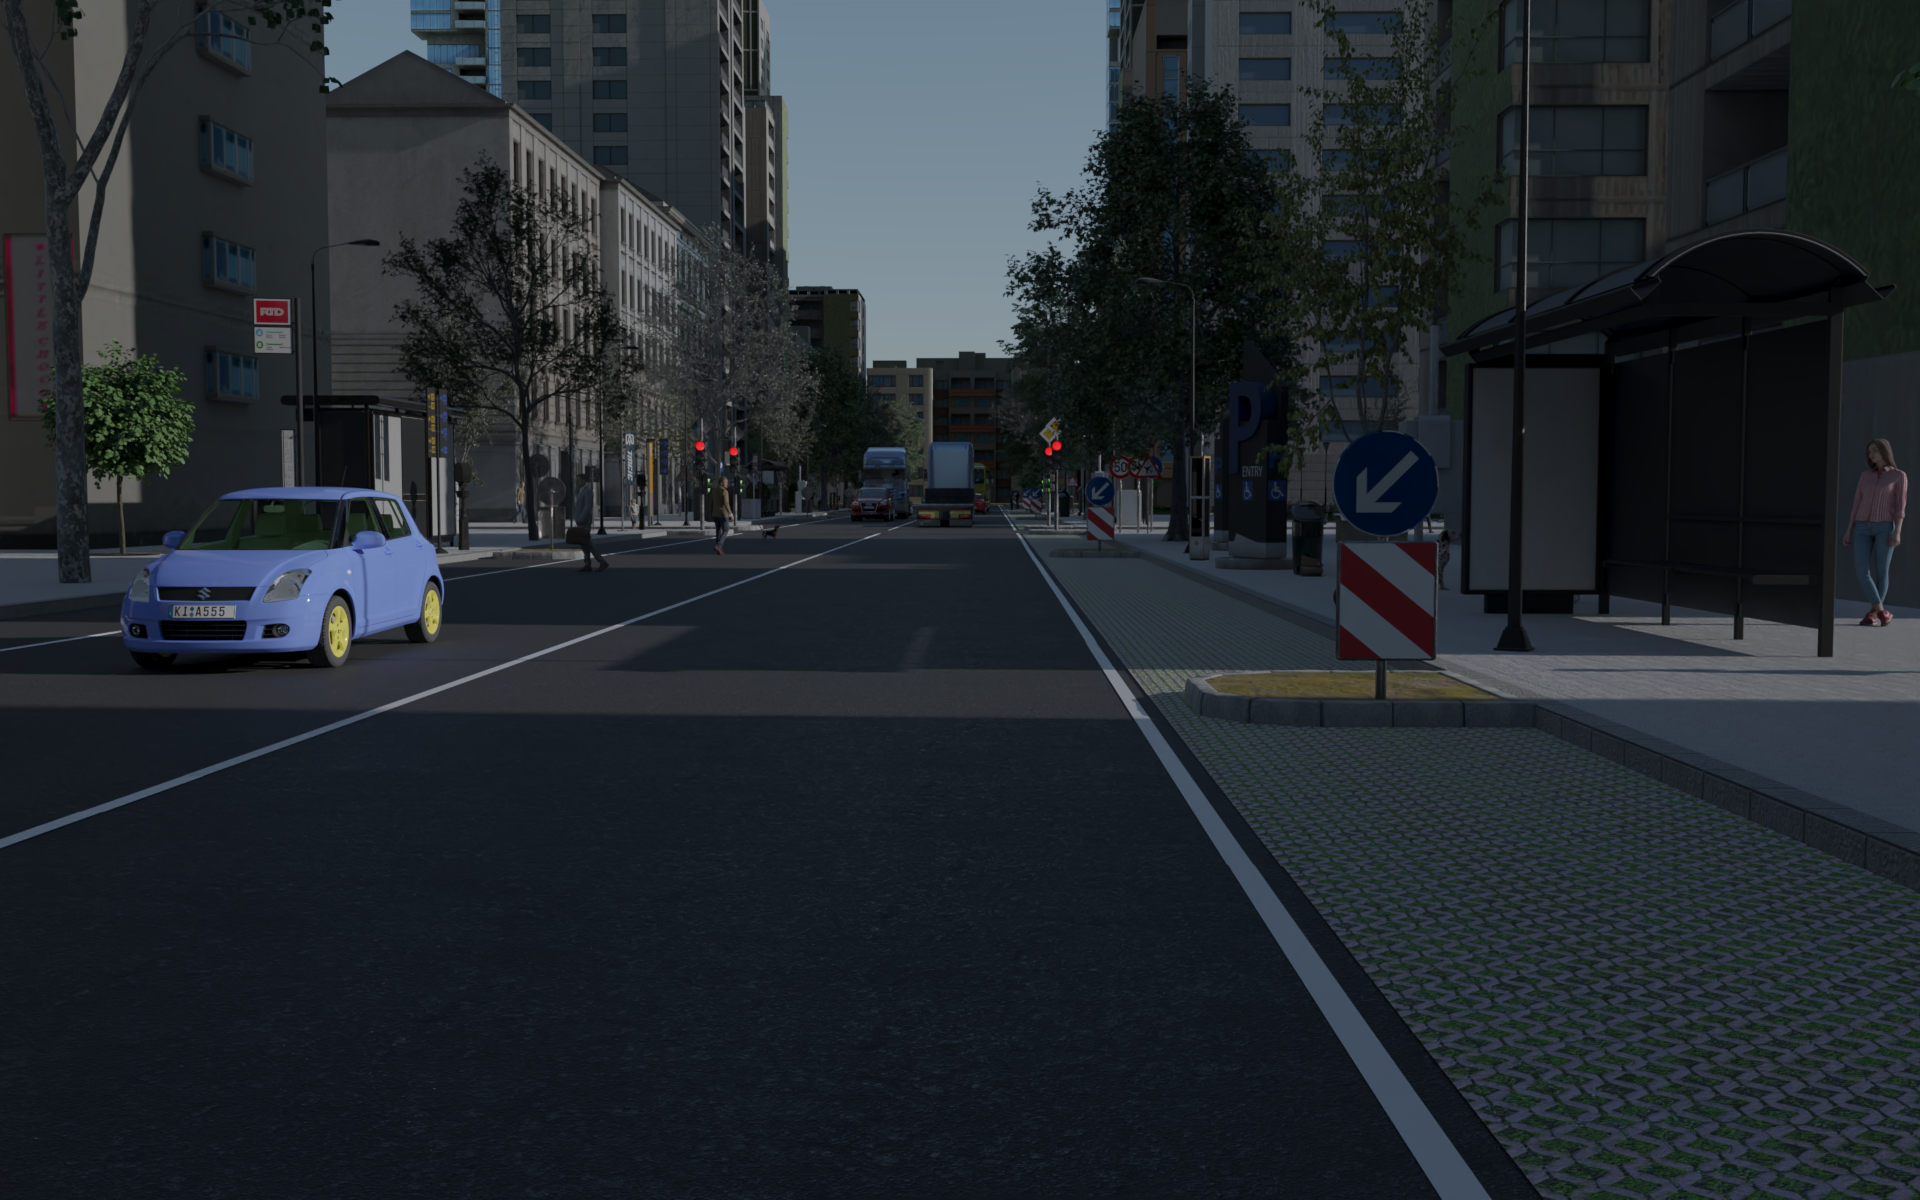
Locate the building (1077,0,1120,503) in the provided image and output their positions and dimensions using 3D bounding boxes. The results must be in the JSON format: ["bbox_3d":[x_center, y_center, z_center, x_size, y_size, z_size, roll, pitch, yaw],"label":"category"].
[{"bbox_3d":[32.246,-57.004,244.683,31.000,86.520,22.319,0,4,1],"label":"building"}]

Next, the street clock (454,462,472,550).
[{"bbox_3d":[-11.352,-2.141,39.575,0.358,2.002,0.471,-3,5,-41],"label":"street clock"}]

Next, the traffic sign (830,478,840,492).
[{"bbox_3d":[-9.940,-8.415,137.683,0.768,2.556,0.104,1,4,10],"label":"traffic sign"}]

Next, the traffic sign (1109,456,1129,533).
[{"bbox_3d":[5.285,-3.486,57.101,0.768,2.556,0.104,0,4,2],"label":"traffic sign"}]

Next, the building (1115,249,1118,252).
[{"bbox_3d":[23.143,-26.512,205.179,14.160,30.474,14.107,0,4,1],"label":"building"}]

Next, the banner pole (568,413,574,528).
[{"bbox_3d":[-11.881,-3.853,53.013,0.401,3.779,0.863,-1,4,-21],"label":"banner pole"}]

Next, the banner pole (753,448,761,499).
[{"bbox_3d":[-11.066,-6.391,94.513,0.401,3.779,0.863,-3,5,-44],"label":"banner pole"}]

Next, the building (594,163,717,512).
[{"bbox_3d":[-24.169,-18.039,123.814,11.050,23.489,19.941,0,4,1],"label":"building"}]

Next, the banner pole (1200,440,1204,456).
[{"bbox_3d":[8.422,-4.300,60.329,0.401,3.779,0.863,1,4,15],"label":"banner pole"}]

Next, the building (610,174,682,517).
[{"bbox_3d":[-23.167,-15.607,104.325,9.793,20.994,18.267,0,4,1],"label":"building"}]

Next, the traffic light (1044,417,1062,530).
[{"bbox_3d":[3.397,-4.430,61.351,0.839,4.253,0.868,0,4,1],"label":"traffic light"}]

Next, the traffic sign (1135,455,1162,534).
[{"bbox_3d":[6.095,-3.432,56.118,0.884,2.594,0.081,0,4,3],"label":"traffic sign"}]

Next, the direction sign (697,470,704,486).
[{"bbox_3d":[-13.140,-5.846,87.579,0.379,3.537,0.876,-2,4,-30],"label":"direction sign"}]

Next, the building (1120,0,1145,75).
[{"bbox_3d":[25.846,-45.740,186.104,20.563,71.187,20.611,0,4,1],"label":"building"}]

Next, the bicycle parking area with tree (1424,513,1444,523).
[{"bbox_3d":[24.643,-5.614,78.786,9.016,4.147,8.231,1,4,15],"label":"bicycle parking area with tree"}]

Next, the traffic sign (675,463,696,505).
[{"bbox_3d":[-11.423,-4.403,71.986,0.884,2.594,0.081,0,4,4],"label":"traffic sign"}]

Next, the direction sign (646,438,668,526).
[{"bbox_3d":[-12.341,-4.809,70.632,0.876,3.537,0.379,-1,4,-8],"label":"direction sign"}]

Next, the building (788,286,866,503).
[{"bbox_3d":[-20.544,-28.874,243.792,14.107,30.474,14.160,0,4,1],"label":"building"}]

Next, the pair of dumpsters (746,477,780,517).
[{"bbox_3d":[-11.135,-5.796,97.255,1.574,2.255,4.437,0,4,1],"label":"pair of dumpsters"}]

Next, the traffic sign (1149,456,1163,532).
[{"bbox_3d":[6.482,-3.577,58.592,0.768,2.556,0.104,0,4,8],"label":"traffic sign"}]

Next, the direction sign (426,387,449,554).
[{"bbox_3d":[-11.222,-2.767,37.235,0.379,3.537,0.876,1,4,11],"label":"direction sign"}]

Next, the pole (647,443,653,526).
[{"bbox_3d":[-12.350,-4.597,69.007,0.158,3.312,0.155,0,3,0],"label":"pole"}]

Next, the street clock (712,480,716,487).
[{"bbox_3d":[-12.387,-5.103,88.002,0.358,2.002,0.471,-2,4,-31],"label":"street clock"}]

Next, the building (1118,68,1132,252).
[{"bbox_3d":[22.332,-29.735,169.763,14.154,41.232,14.086,0,4,1],"label":"building"}]

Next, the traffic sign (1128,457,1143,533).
[{"bbox_3d":[5.852,-3.468,56.807,0.768,2.556,0.104,0,4,2],"label":"traffic sign"}]

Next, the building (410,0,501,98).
[{"bbox_3d":[-64.029,-57.086,246.028,31.000,86.520,22.319,0,4,1],"label":"building"}]

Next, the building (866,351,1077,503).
[{"bbox_3d":[1.891,-24.825,250.926,28.899,21.520,27.650,0,4,1],"label":"building"}]

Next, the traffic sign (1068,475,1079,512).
[{"bbox_3d":[7.837,-7.377,120.613,0.884,2.594,0.081,0,4,8],"label":"traffic sign"}]

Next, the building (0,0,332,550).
[{"bbox_3d":[-30.495,-25.644,42.978,21.600,48.544,21.300,0,4,1],"label":"building"}]

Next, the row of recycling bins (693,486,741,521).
[{"bbox_3d":[-11.793,-4.693,83.843,1.069,1.692,3.534,2,4,24],"label":"row of recycling bins"}]

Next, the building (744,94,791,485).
[{"bbox_3d":[-24.824,-29.919,172.773,14.154,41.232,14.086,0,4,1],"label":"building"}]

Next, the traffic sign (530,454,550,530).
[{"bbox_3d":[-13.291,-3.328,54.524,0.768,2.556,0.104,0,4,7],"label":"traffic sign"}]

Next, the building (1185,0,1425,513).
[{"bbox_3d":[27.511,-35.903,129.021,21.231,58.520,28.212,0,4,1],"label":"building"}]

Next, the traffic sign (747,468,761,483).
[{"bbox_3d":[-10.445,-5.380,87.692,0.795,2.593,0.064,0,4,5],"label":"traffic sign"}]

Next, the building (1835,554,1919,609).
[{"bbox_3d":[17.808,-20.770,23.182,14.154,41.232,14.086,0,4,1],"label":"building"}]

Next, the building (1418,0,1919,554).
[{"bbox_3d":[19.580,-22.116,45.198,14.154,41.232,14.086,0,4,1],"label":"building"}]

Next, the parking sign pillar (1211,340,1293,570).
[{"bbox_3d":[5.135,-2.530,29.837,1.447,3.967,1.447,-1,4,-20],"label":"parking sign pillar"}]

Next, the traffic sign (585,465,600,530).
[{"bbox_3d":[-13.063,-3.639,61.626,0.606,2.300,0.079,1,4,10],"label":"traffic sign"}]

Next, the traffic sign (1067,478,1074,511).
[{"bbox_3d":[8.560,-8.184,133.918,0.768,2.556,0.104,0,4,5],"label":"traffic sign"}]

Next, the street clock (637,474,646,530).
[{"bbox_3d":[-11.393,-3.512,61.996,0.358,2.002,0.471,0,4,3],"label":"street clock"}]

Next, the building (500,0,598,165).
[{"bbox_3d":[-27.931,-43.813,154.596,20.563,71.187,20.611,0,4,1],"label":"building"}]

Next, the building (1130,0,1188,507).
[{"bbox_3d":[22.821,-30.885,155.086,14.600,45.320,14.200,0,4,1],"label":"building"}]

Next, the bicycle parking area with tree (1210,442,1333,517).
[{"bbox_3d":[17.814,-6.609,95.052,8.231,4.147,9.016,-1,4,-8],"label":"bicycle parking area with tree"}]

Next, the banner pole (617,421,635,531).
[{"bbox_3d":[-11.511,-4.271,59.843,0.401,3.779,0.863,2,4,35],"label":"banner pole"}]

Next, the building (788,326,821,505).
[{"bbox_3d":[-31.836,-21.743,200.538,28.899,21.520,27.650,0,4,1],"label":"building"}]

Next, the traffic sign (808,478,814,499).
[{"bbox_3d":[-12.081,-8.476,138.686,0.768,2.556,0.104,0,4,3],"label":"traffic sign"}]

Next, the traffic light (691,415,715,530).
[{"bbox_3d":[-9.163,-4.443,61.561,0.839,4.253,0.868,0,4,1],"label":"traffic light"}]

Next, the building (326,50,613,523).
[{"bbox_3d":[-24.402,-14.493,86.112,9.793,20.994,18.267,0,4,1],"label":"building"}]
